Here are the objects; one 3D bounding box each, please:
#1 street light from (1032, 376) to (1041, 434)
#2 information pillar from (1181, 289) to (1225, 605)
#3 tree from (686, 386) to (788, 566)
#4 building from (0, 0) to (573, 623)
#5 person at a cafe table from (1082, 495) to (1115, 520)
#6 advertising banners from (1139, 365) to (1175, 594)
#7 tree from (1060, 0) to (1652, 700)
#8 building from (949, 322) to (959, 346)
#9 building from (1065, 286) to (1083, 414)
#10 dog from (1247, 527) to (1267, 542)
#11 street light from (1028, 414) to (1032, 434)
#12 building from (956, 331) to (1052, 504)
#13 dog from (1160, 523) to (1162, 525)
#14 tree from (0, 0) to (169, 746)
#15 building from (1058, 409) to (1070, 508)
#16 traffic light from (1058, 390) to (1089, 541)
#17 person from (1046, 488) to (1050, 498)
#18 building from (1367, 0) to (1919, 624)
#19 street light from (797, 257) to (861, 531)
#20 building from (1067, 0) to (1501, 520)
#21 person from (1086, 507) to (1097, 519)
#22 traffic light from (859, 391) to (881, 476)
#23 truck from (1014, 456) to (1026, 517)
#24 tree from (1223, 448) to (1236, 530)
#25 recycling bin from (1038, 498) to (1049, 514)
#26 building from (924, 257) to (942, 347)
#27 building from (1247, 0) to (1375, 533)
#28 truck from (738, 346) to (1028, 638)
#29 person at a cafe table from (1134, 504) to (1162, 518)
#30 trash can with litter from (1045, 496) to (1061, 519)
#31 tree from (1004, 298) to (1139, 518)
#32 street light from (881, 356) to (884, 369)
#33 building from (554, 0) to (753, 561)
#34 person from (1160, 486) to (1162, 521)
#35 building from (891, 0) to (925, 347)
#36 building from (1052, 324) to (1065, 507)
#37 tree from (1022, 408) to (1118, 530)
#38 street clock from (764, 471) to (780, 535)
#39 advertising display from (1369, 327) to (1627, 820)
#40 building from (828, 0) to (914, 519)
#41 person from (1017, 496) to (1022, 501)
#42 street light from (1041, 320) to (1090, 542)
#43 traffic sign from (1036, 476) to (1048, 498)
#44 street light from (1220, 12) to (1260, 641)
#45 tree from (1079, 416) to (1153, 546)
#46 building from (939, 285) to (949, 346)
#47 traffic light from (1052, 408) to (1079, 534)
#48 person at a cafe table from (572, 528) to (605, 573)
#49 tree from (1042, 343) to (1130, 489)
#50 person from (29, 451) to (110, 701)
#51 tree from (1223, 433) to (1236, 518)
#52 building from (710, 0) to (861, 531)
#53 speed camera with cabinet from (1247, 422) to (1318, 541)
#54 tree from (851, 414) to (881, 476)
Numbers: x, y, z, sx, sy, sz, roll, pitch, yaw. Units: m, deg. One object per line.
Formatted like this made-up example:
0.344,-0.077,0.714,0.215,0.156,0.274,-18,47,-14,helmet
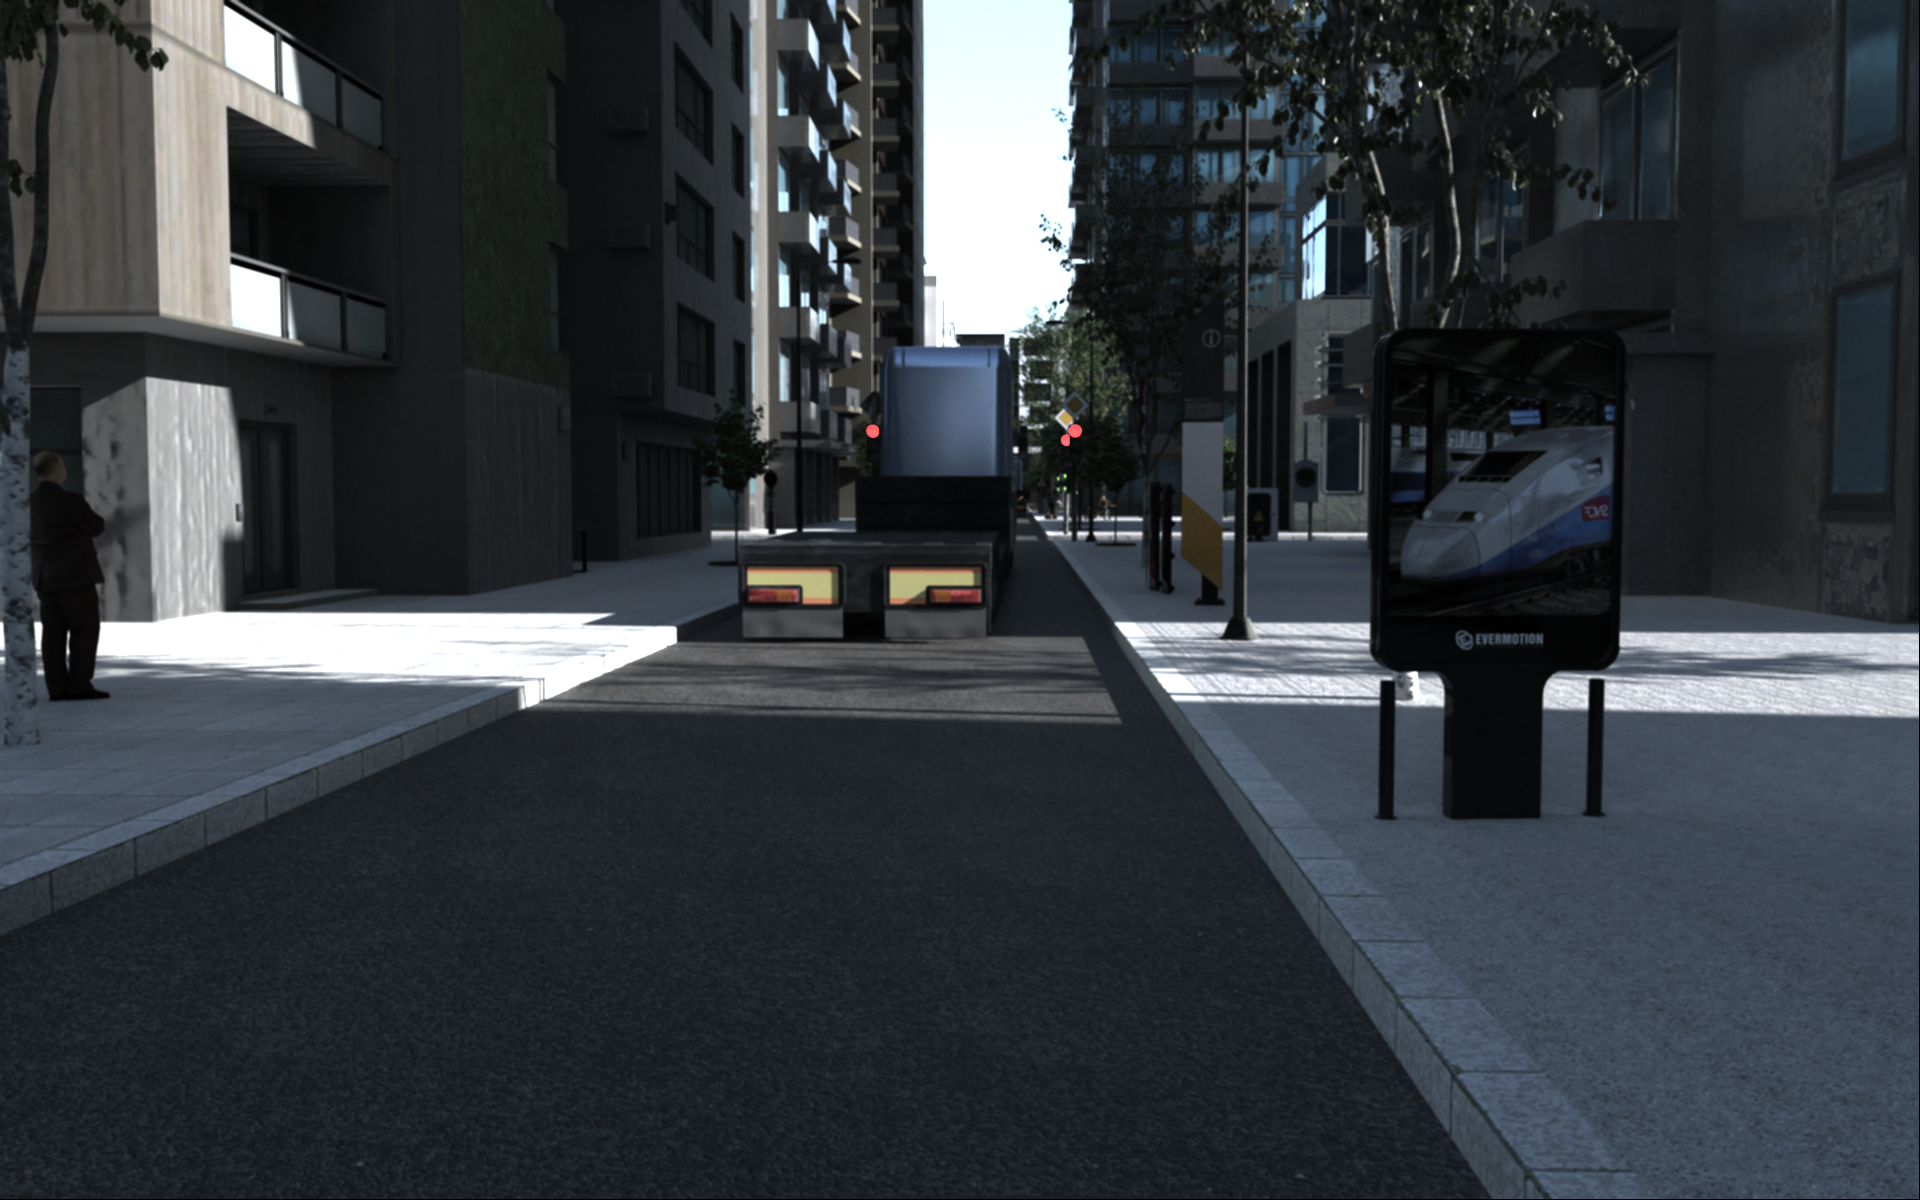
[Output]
3.678,-5.860,68.358,1.470,5.913,1.316,0,4,2,street light
2.816,-1.751,19.984,0.504,3.616,0.183,1,4,10,information pillar
-4.175,-2.244,31.299,1.663,3.219,1.824,0,3,0,tree
-13.277,-20.523,19.151,14.154,41.232,14.086,0,4,2,building
6.985,-4.611,86.248,1.698,1.238,1.726,2,4,26,person at a cafe table
2.599,-1.642,23.039,0.090,3.025,2.074,0,4,-5,advertising banners
2.620,-3.672,10.403,4.360,8.622,3.978,0,3,0,tree
-8.421,-19.754,179.399,16.016,20.091,11.380,0,4,2,building
16.503,-17.257,138.577,16.016,20.091,11.380,0,4,2,building
7.873,-1.757,46.457,0.748,0.427,0.550,0,4,6,dog
4.693,-7.750,99.247,1.470,5.913,1.316,0,4,2,street light
3.855,-23.673,231.019,32.646,21.610,27.936,0,4,2,building
8.540,-3.358,72.634,0.748,0.427,0.550,-2,4,-28,dog
-5.040,-3.567,8.678,4.737,8.622,4.395,0,3,0,tree
13.861,-13.244,158.681,9.099,9.664,28.070,0,4,2,building
3.095,-3.552,46.993,0.839,4.253,0.868,0,4,2,traffic light
7.408,-8.383,143.664,0.434,1.755,0.990,1,4,22,person
19.169,-24.989,28.177,23.786,49.044,30.456,0,4,2,building
-2.637,-3.769,34.166,1.470,5.913,1.316,0,4,2,street light
18.264,-30.067,111.197,23.786,49.044,30.456,0,4,2,building
6.880,-4.631,90.051,0.655,0.850,0.859,2,4,30,person
-2.324,-3.562,47.154,0.839,4.253,0.868,0,4,2,traffic light
3.129,-7.818,117.580,2.967,4.110,18.799,0,4,1,truck
9.159,-4.119,61.954,1.663,3.219,1.824,0,3,0,tree
5.574,-6.155,113.186,0.722,1.027,0.722,-2,4,-32,recycling bin
-9.363,-17.128,136.469,16.016,20.091,11.380,0,4,2,building
26.960,-46.051,65.606,31.000,86.520,22.319,0,4,2,building
-0.509,-2.205,25.806,2.967,4.110,18.799,0,4,3,truck
10.611,-5.265,94.600,1.698,1.524,1.622,-1,4,-20,person at a cafe table
4.680,-4.676,87.832,0.624,1.170,1.055,1,4,21,trash can with litter
5.985,-10.154,91.767,9.928,11.665,9.643,0,3,0,tree
-1.938,-5.057,55.222,1.470,5.913,1.316,0,4,2,street light
-12.241,-16.353,39.081,14.107,30.474,14.160,0,4,2,building
9.604,-4.596,82.647,0.517,1.644,0.566,3,4,37,person
-9.797,-28.906,122.721,14.600,45.320,14.200,0,4,2,building
18.706,-19.667,188.005,16.747,18.905,31.486,0,4,2,building
4.342,-4.791,62.047,4.285,4.588,4.351,0,3,0,tree
-5.945,-3.072,54.798,0.471,2.002,0.358,1,4,17,street clock
2.114,-0.099,6.833,0.974,1.923,0.123,0,4,-4,advertising display
-14.221,-27.324,101.377,22.147,44.769,28.867,0,4,2,building
2.627,-4.612,84.430,0.750,1.759,0.617,-3,5,-41,person
2.979,-4.514,46.349,1.470,5.913,1.316,0,4,2,street light
5.939,-7.699,125.889,0.884,2.594,0.081,1,4,9,traffic sign
1.934,-2.607,15.172,1.470,5.913,1.316,0,4,2,street light
3.759,-2.972,43.201,1.663,3.219,1.824,0,3,0,tree
-9.737,-17.836,158.075,16.747,18.905,31.486,0,4,2,building
3.357,-4.040,54.973,0.839,4.253,0.868,0,4,2,traffic light
-6.969,-1.200,28.132,1.698,1.524,1.622,2,4,35,person at a cafe table
5.744,-8.154,83.676,4.737,8.622,4.395,0,3,0,tree
-5.598,-0.154,10.831,0.482,1.546,0.388,2,4,25,person
14.348,-6.675,92.849,4.285,4.588,4.351,0,3,0,tree
-16.363,-27.617,71.139,23.786,49.044,30.456,0,4,2,building
8.764,-3.249,47.454,2.038,3.252,0.660,1,4,9,speed camera with cabinet
-2.349,-4.873,63.392,4.285,4.588,4.351,0,3,0,tree
